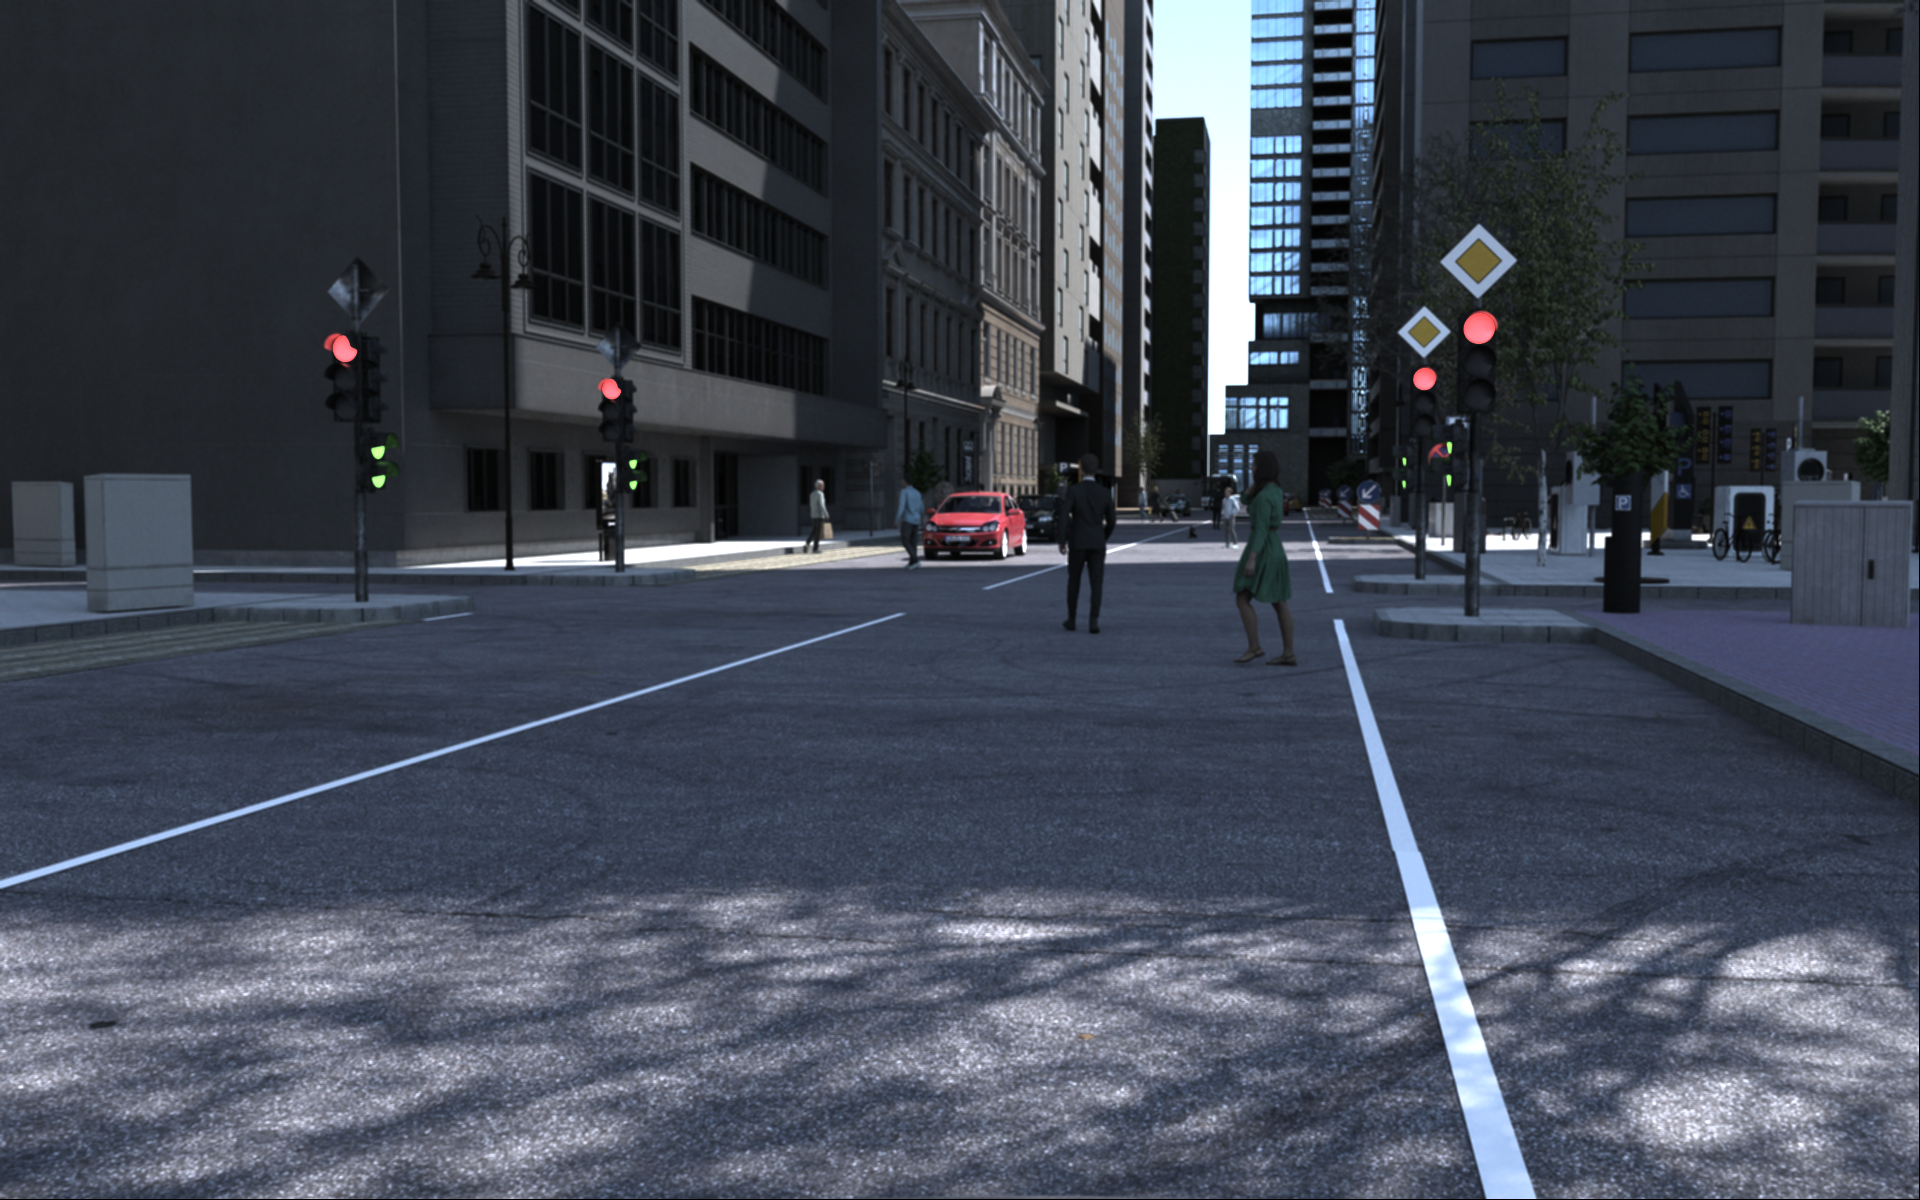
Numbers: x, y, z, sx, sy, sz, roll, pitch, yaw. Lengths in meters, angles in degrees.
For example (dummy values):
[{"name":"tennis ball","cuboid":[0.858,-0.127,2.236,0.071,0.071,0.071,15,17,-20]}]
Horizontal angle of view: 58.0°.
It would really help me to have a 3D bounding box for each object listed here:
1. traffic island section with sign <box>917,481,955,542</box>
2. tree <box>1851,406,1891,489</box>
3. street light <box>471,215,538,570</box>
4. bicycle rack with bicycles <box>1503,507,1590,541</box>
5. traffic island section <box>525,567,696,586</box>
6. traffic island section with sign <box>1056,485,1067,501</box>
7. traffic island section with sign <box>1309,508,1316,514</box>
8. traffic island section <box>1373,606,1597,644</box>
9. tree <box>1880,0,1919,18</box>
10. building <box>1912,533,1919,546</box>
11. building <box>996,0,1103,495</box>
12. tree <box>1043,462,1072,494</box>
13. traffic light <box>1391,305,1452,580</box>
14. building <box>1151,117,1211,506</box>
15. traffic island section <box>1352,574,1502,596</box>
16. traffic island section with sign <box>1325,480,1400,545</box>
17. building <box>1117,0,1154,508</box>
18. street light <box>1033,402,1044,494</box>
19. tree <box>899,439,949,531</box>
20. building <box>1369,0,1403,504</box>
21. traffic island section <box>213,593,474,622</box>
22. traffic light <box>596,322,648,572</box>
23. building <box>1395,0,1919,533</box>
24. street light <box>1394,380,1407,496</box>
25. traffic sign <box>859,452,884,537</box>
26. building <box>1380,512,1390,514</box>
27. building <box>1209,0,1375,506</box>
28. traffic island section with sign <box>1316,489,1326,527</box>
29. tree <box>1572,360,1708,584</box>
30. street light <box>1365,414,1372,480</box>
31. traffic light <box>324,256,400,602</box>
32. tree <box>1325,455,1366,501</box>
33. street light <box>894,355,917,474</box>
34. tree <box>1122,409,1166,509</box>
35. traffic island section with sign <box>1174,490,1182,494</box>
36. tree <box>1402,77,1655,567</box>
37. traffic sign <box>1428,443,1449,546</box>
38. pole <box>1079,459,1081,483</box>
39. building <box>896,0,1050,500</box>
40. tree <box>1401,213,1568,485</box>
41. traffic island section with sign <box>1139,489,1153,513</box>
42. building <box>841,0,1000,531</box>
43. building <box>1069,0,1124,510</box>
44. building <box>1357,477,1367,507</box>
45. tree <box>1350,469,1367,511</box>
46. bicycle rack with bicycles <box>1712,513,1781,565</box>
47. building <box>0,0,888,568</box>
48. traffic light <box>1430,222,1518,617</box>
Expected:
[{"name":"traffic island section with sign","cuboid":[-0.531,-2.688,52.582,1.989,1.847,2.006,1,4,11]},{"name":"tree","cuboid":[32.639,-4.680,60.230,4.285,4.588,4.351,0,3,0]},{"name":"street light","cuboid":[-7.588,-3.438,29.005,0.468,5.910,1.993,1,4,11]},{"name":"bicycle rack with bicycles","cuboid":[16.274,-2.114,47.940,2.852,0.926,2.925,2,4,27]},{"name":"traffic island section","cuboid":[-5.613,-0.381,28.504,2.009,0.180,2.903,1,4,11]},{"name":"traffic island section with sign","cuboid":[4.694,-4.319,79.237,1.989,1.847,2.006,1,4,11]},{"name":"traffic island section with sign","cuboid":[26.614,-7.188,126.146,1.989,1.847,2.006,1,4,11]},{"name":"traffic island section","cuboid":[5.400,0.249,18.207,2.009,0.180,2.903,1,4,11]},{"name":"tree","cuboid":[6.876,-5.981,8.166,12.009,13.543,11.850,0,3,0]},{"name":"building","cuboid":[36.011,-29.951,31.692,28.212,58.520,21.231,1,4,11]},{"name":"building","cuboid":[-4.992,-32.343,118.051,28.713,52.752,27.495,1,4,11]},{"name":"tree","cuboid":[5.602,-6.579,102.161,1.663,3.219,1.824,0,3,0]},{"name":"traffic light","cuboid":[6.902,-2.264,25.936,0.839,4.253,0.868,1,4,11]},{"name":"building","cuboid":[20.395,-31.104,192.143,14.086,41.232,14.154,1,4,11]},{"name":"traffic island section","cuboid":[6.939,-0.230,26.043,2.009,0.180,2.903,1,4,11]},{"name":"traffic island section with sign","cuboid":[11.702,-2.541,50.179,1.989,1.847,2.006,1,4,11]},{"name":"building","cuboid":[4.261,-38.278,167.849,28.212,58.520,21.231,1,4,11]},{"name":"street light","cuboid":[3.943,-6.986,87.016,0.468,5.910,1.993,1,4,11]},{"name":"tree","cuboid":[-1.196,-4.039,60.632,1.663,3.219,1.824,0,3,0]},{"name":"building","cuboid":[43.662,-31.326,135.878,21.300,48.544,21.600,1,4,11]},{"name":"traffic island section","cuboid":[-7.152,0.099,20.668,2.009,0.180,2.903,1,4,11]},{"name":"traffic light","cuboid":[-5.575,-2.412,28.362,0.839,4.253,0.868,1,4,11]},{"name":"building","cuboid":[30.376,-32.668,76.123,21.231,58.520,28.212,1,4,11]},{"name":"street light","cuboid":[17.506,-5.887,69.042,0.468,5.910,1.993,1,4,11]},{"name":"traffic sign","cuboid":[-2.673,-3.177,52.048,0.768,2.556,0.104,1,4,13]},{"name":"building","cuboid":[43.902,-25.704,112.134,32.217,40.220,23.993,1,4,11]},{"name":"building","cuboid":[43.968,-53.715,190.919,31.000,86.520,22.319,1,4,11]},{"name":"traffic island section with sign","cuboid":[16.883,-4.159,76.633,1.989,1.847,2.006,1,4,11]},{"name":"tree","cuboid":[9.703,-1.876,25.268,1.663,3.219,1.824,0,3,0]},{"name":"street light","cuboid":[23.144,-7.672,98.230,0.468,5.910,1.993,1,4,11]},{"name":"traffic light","cuboid":[-7.114,-1.933,20.526,0.839,4.253,0.868,1,4,11]},{"name":"tree","cuboid":[32.579,-9.957,146.507,4.285,4.588,4.351,0,3,0]},{"name":"street light","cuboid":[-1.812,-5.200,57.806,0.468,5.910,1.993,1,4,11]},{"name":"tree","cuboid":[15.848,-12.137,148.796,4.737,8.622,4.395,0,3,0]},{"name":"traffic island section with sign","cuboid":[19.523,-8.937,154.751,1.989,1.847,2.006,1,4,11]},{"name":"tree","cuboid":[10.130,-4.888,30.283,4.737,8.622,4.395,0,3,0]},{"name":"traffic sign","cuboid":[11.957,-2.611,42.801,0.768,2.556,0.104,1,4,15]},{"name":"pole","cuboid":[7.025,-6.583,101.477,0.158,3.312,0.155,0,3,0]},{"name":"building","cuboid":[-3.322,-18.657,90.947,13.634,28.700,20.117,1,4,11]},{"name":"tree","cuboid":[13.467,-5.802,45.226,4.360,8.622,3.978,0,3,0]},{"name":"traffic island section with sign","cuboid":[14.325,-7.319,128.300,1.989,1.847,2.006,1,4,11]},{"name":"building","cuboid":[-5.896,-14.342,70.650,11.583,22.565,21.152,1,4,11]},{"name":"building","cuboid":[5.329,-29.807,137.463,14.600,45.320,14.200,1,4,11]},{"name":"building","cuboid":[53.134,-28.476,157.466,32.217,40.220,23.993,1,4,11]},{"name":"tree","cuboid":[30.853,-8.518,133.875,1.663,3.219,1.824,0,3,0]},{"name":"bicycle rack with bicycles","cuboid":[15.615,-1.150,32.177,2.852,0.926,2.925,0,4,6]},{"name":"building","cuboid":[-12.163,-13.820,45.024,14.314,24.678,30.058,1,4,11]},{"name":"traffic light","cuboid":[5.363,-1.785,18.101,0.839,4.253,0.868,1,4,11]}]
